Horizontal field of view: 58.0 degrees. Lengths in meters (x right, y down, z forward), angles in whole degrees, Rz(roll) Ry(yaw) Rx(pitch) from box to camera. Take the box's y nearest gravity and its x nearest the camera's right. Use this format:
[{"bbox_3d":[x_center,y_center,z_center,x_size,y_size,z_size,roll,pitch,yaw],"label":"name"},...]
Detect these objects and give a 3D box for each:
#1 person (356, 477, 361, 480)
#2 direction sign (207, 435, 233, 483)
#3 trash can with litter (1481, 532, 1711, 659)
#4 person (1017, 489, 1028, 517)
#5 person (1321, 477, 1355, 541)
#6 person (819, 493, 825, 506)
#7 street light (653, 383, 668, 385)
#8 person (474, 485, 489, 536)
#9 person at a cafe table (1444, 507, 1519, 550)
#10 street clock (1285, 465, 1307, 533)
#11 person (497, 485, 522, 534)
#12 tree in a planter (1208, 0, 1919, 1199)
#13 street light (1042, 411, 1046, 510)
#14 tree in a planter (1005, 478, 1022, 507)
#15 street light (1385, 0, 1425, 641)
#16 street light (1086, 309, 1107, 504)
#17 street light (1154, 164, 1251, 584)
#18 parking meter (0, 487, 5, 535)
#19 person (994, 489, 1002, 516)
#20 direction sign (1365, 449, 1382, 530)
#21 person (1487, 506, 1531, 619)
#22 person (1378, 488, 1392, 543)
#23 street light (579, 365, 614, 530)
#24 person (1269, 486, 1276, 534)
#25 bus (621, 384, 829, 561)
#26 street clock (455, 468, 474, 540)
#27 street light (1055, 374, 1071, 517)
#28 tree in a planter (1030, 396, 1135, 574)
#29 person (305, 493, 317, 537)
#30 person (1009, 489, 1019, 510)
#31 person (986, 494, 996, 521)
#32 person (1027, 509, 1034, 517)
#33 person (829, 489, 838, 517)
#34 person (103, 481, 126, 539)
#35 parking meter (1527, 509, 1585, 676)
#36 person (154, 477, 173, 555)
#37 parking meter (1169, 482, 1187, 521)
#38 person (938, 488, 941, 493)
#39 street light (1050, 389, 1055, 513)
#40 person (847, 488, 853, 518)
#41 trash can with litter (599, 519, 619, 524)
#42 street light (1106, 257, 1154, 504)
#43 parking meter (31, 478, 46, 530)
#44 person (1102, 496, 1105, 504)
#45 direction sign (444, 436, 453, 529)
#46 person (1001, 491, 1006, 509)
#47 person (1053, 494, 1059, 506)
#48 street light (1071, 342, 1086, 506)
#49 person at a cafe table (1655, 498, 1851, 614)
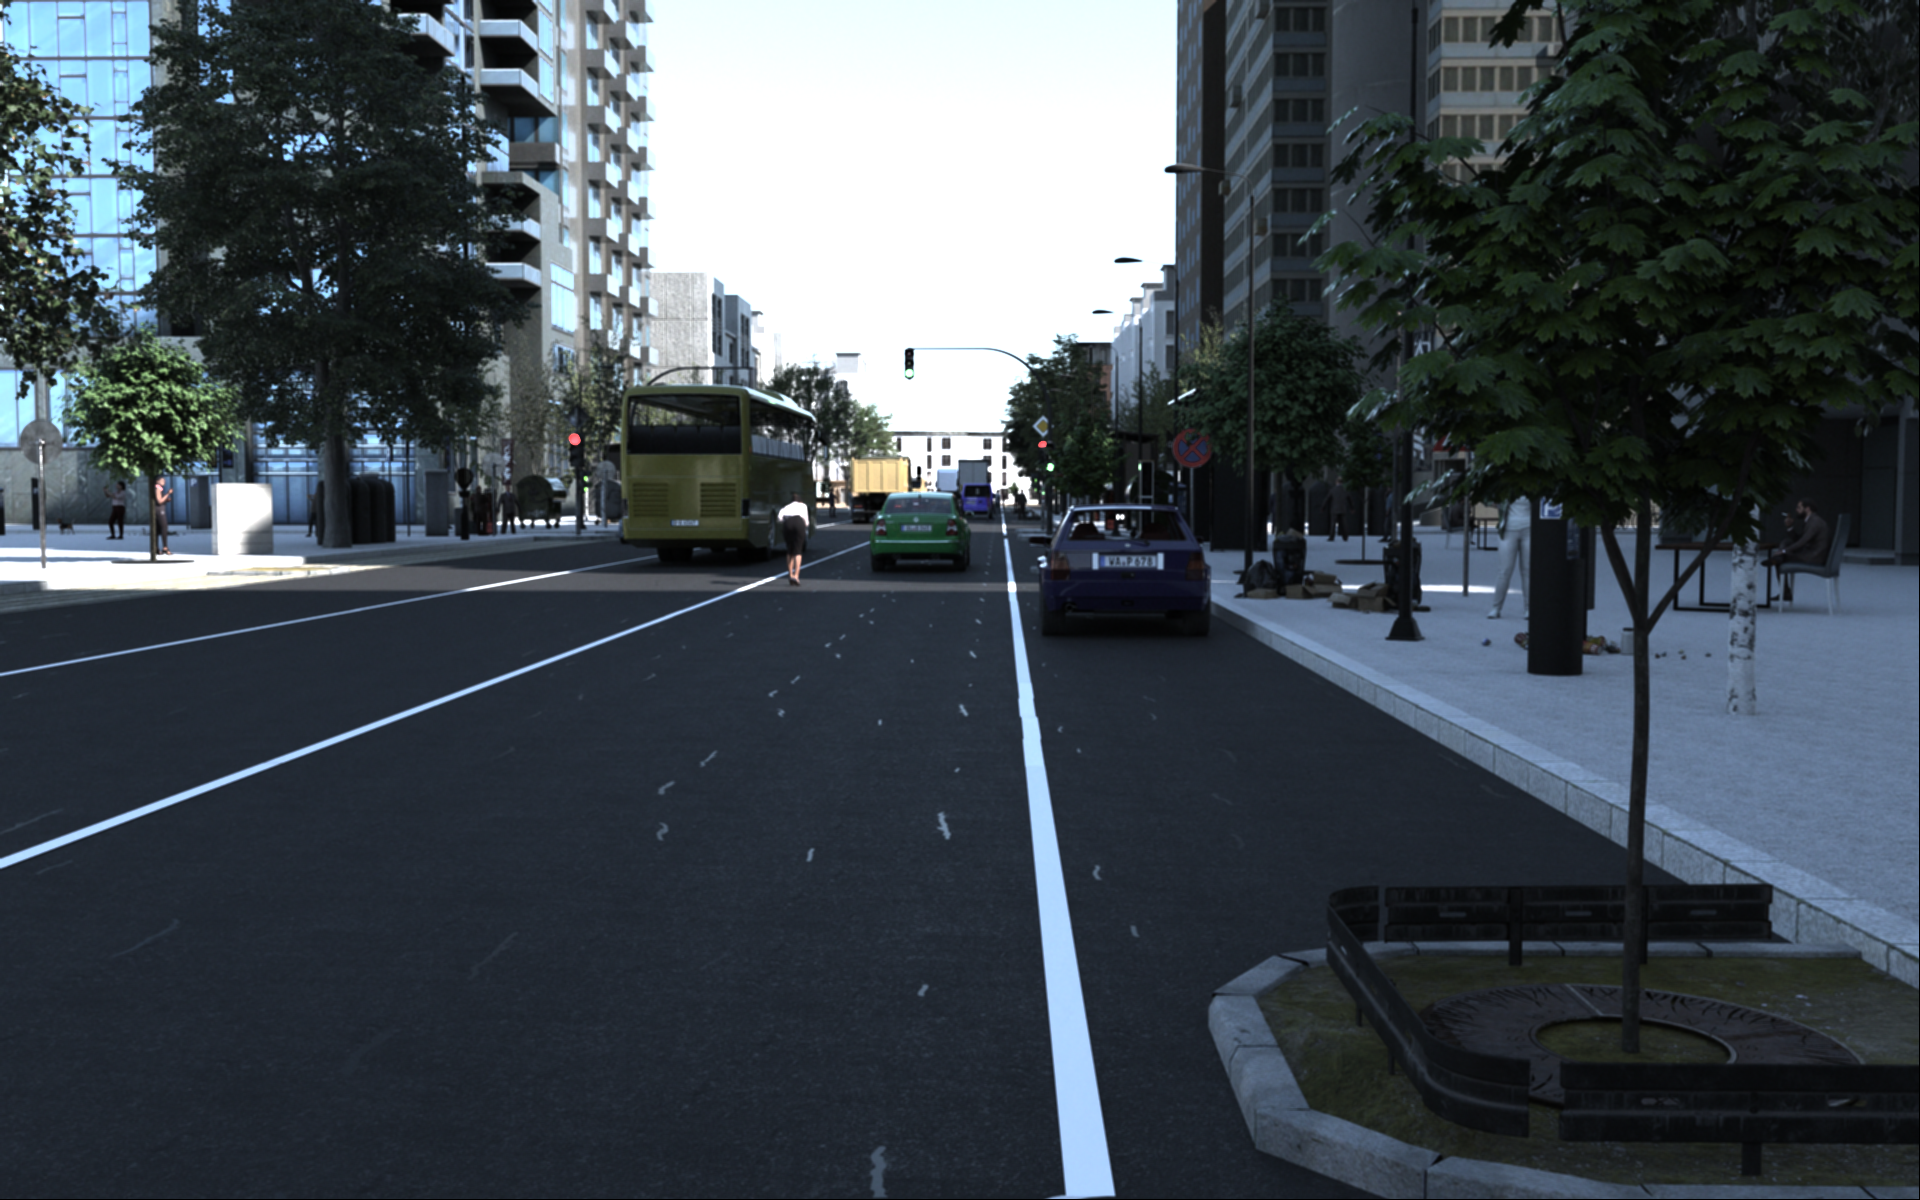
[{"bbox_3d":[-19.007,-2.965,54.661,0.789,1.805,0.875,3,5,41],"label":"person"},{"bbox_3d":[-22.324,-3.686,52.270,0.876,3.537,0.379,1,4,12],"label":"direction sign"},{"bbox_3d":[5.261,-0.216,14.594,1.678,1.210,2.233,1,4,11],"label":"trash can with litter"},{"bbox_3d":[3.955,-6.091,108.633,0.434,1.755,0.990,3,5,45],"label":"person"},{"bbox_3d":[10.297,-2.488,47.267,0.990,1.755,0.434,0,4,-7],"label":"person"},{"bbox_3d":[-14.389,-10.724,181.387,0.705,1.823,1.348,1,4,23],"label":"person"},{"bbox_3d":[-12.884,-6.105,72.360,1.470,5.913,1.316,0,4,1],"label":"street light"},{"bbox_3d":[-14.815,-2.768,53.576,0.482,1.546,0.388,2,4,33],"label":"person"},{"bbox_3d":[12.058,-1.783,40.014,1.726,1.238,1.698,1,4,8],"label":"person at a cafe table"},{"bbox_3d":[6.867,-1.885,35.382,0.471,2.002,0.358,-3,4,-38],"label":"street clock"},{"bbox_3d":[-15.062,-2.990,57.939,0.990,1.755,0.434,-3,5,-40],"label":"person"},{"bbox_3d":[1.650,-0.424,4.151,1.991,3.239,1.994,0,4,1],"label":"tree in a planter"},{"bbox_3d":[4.978,-6.963,86.384,1.470,5.913,1.316,0,4,1],"label":"street light"},{"bbox_3d":[5.970,-11.846,190.909,1.991,3.239,1.994,0,4,1],"label":"tree in a planter"},{"bbox_3d":[3.385,-2.604,15.118,1.470,5.913,1.316,0,4,1],"label":"street light"},{"bbox_3d":[4.008,-4.352,43.695,1.470,5.913,1.316,0,4,1],"label":"street light"},{"bbox_3d":[3.571,-3.180,24.527,1.470,5.913,1.316,0,4,1],"label":"street light"},{"bbox_3d":[-30.011,-2.789,54.003,0.372,1.533,0.369,0,3,0],"label":"parking meter"},{"bbox_3d":[2.426,-6.352,113.083,0.376,1.734,0.841,-3,5,-42],"label":"person"},{"bbox_3d":[14.620,-4.261,61.666,0.379,3.537,0.876,-3,5,-45],"label":"direction sign"},{"bbox_3d":[5.752,-0.676,17.819,0.841,1.734,0.376,1,4,21],"label":"person"},{"bbox_3d":[11.343,-2.289,45.685,0.499,1.552,0.429,-3,5,-43],"label":"person"},{"bbox_3d":[-13.162,-5.510,62.627,1.470,5.913,1.316,0,4,1],"label":"street light"},{"bbox_3d":[10.217,-2.830,55.682,0.541,1.710,0.530,1,4,14],"label":"person"},{"bbox_3d":[-5.122,-2.942,39.656,2.896,3.916,12.252,0,4,2],"label":"bus"},{"bbox_3d":[-13.848,-2.681,48.405,0.471,2.002,0.358,0,4,0],"label":"street clock"},{"bbox_3d":[4.570,-5.797,67.329,1.470,5.913,1.316,0,4,1],"label":"street light"},{"bbox_3d":[2.283,-2.107,31.676,1.991,3.239,1.994,0,4,1],"label":"tree in a planter"},{"bbox_3d":[-19.460,-2.581,52.149,0.435,1.345,0.340,-3,5,-42],"label":"person"},{"bbox_3d":[4.721,-8.310,144.376,1.348,1.823,0.705,0,4,4],"label":"person"},{"bbox_3d":[1.664,-4.825,90.621,0.776,1.435,0.726,-1,4,-9],"label":"person"},{"bbox_3d":[4.128,-5.015,100.972,0.381,0.543,0.357,1,4,22],"label":"person"},{"bbox_3d":[-7.729,-5.943,106.120,0.568,1.767,0.683,1,4,19],"label":"person"},{"bbox_3d":[-23.967,-2.546,49.133,0.566,1.644,0.517,-1,4,-19],"label":"person"},{"bbox_3d":[4.258,-0.241,12.353,0.372,1.533,0.369,0,3,0],"label":"parking meter"},{"bbox_3d":[-16.694,-1.761,36.298,0.593,1.643,0.415,1,4,10],"label":"person"},{"bbox_3d":[4.530,-1.693,36.085,0.372,1.533,0.369,0,3,0],"label":"parking meter"},{"bbox_3d":[-1.432,-6.576,116.147,0.598,1.807,0.434,2,4,33],"label":"person"},{"bbox_3d":[4.660,-6.367,76.646,1.470,5.913,1.316,0,4,1],"label":"street light"},{"bbox_3d":[-6.614,-5.954,106.002,0.789,1.805,0.875,-1,4,-23],"label":"person"},{"bbox_3d":[-15.206,-3.919,75.455,0.624,1.170,1.055,2,4,32],"label":"trash can with litter"},{"bbox_3d":[3.711,-3.764,34.081,1.470,5.913,1.316,0,4,1],"label":"street light"},{"bbox_3d":[-33.045,-3.451,62.138,0.399,1.863,0.255,0,4,7],"label":"parking meter"},{"bbox_3d":[8.190,-5.456,97.523,0.482,1.546,0.388,-3,5,-42],"label":"person"},{"bbox_3d":[-18.869,-4.387,63.730,0.379,3.537,0.876,-2,4,-29],"label":"direction sign"},{"bbox_3d":[4.270,-9.696,167.744,0.721,1.743,1.217,1,4,19],"label":"person"},{"bbox_3d":[10.072,-10.637,179.978,1.348,1.821,0.705,1,4,16],"label":"person"},{"bbox_3d":[4.249,-4.922,53.008,1.470,5.913,1.316,0,4,1],"label":"street light"},{"bbox_3d":[8.788,-0.500,19.043,1.726,1.238,1.698,3,4,38],"label":"person at a cafe table"}]
